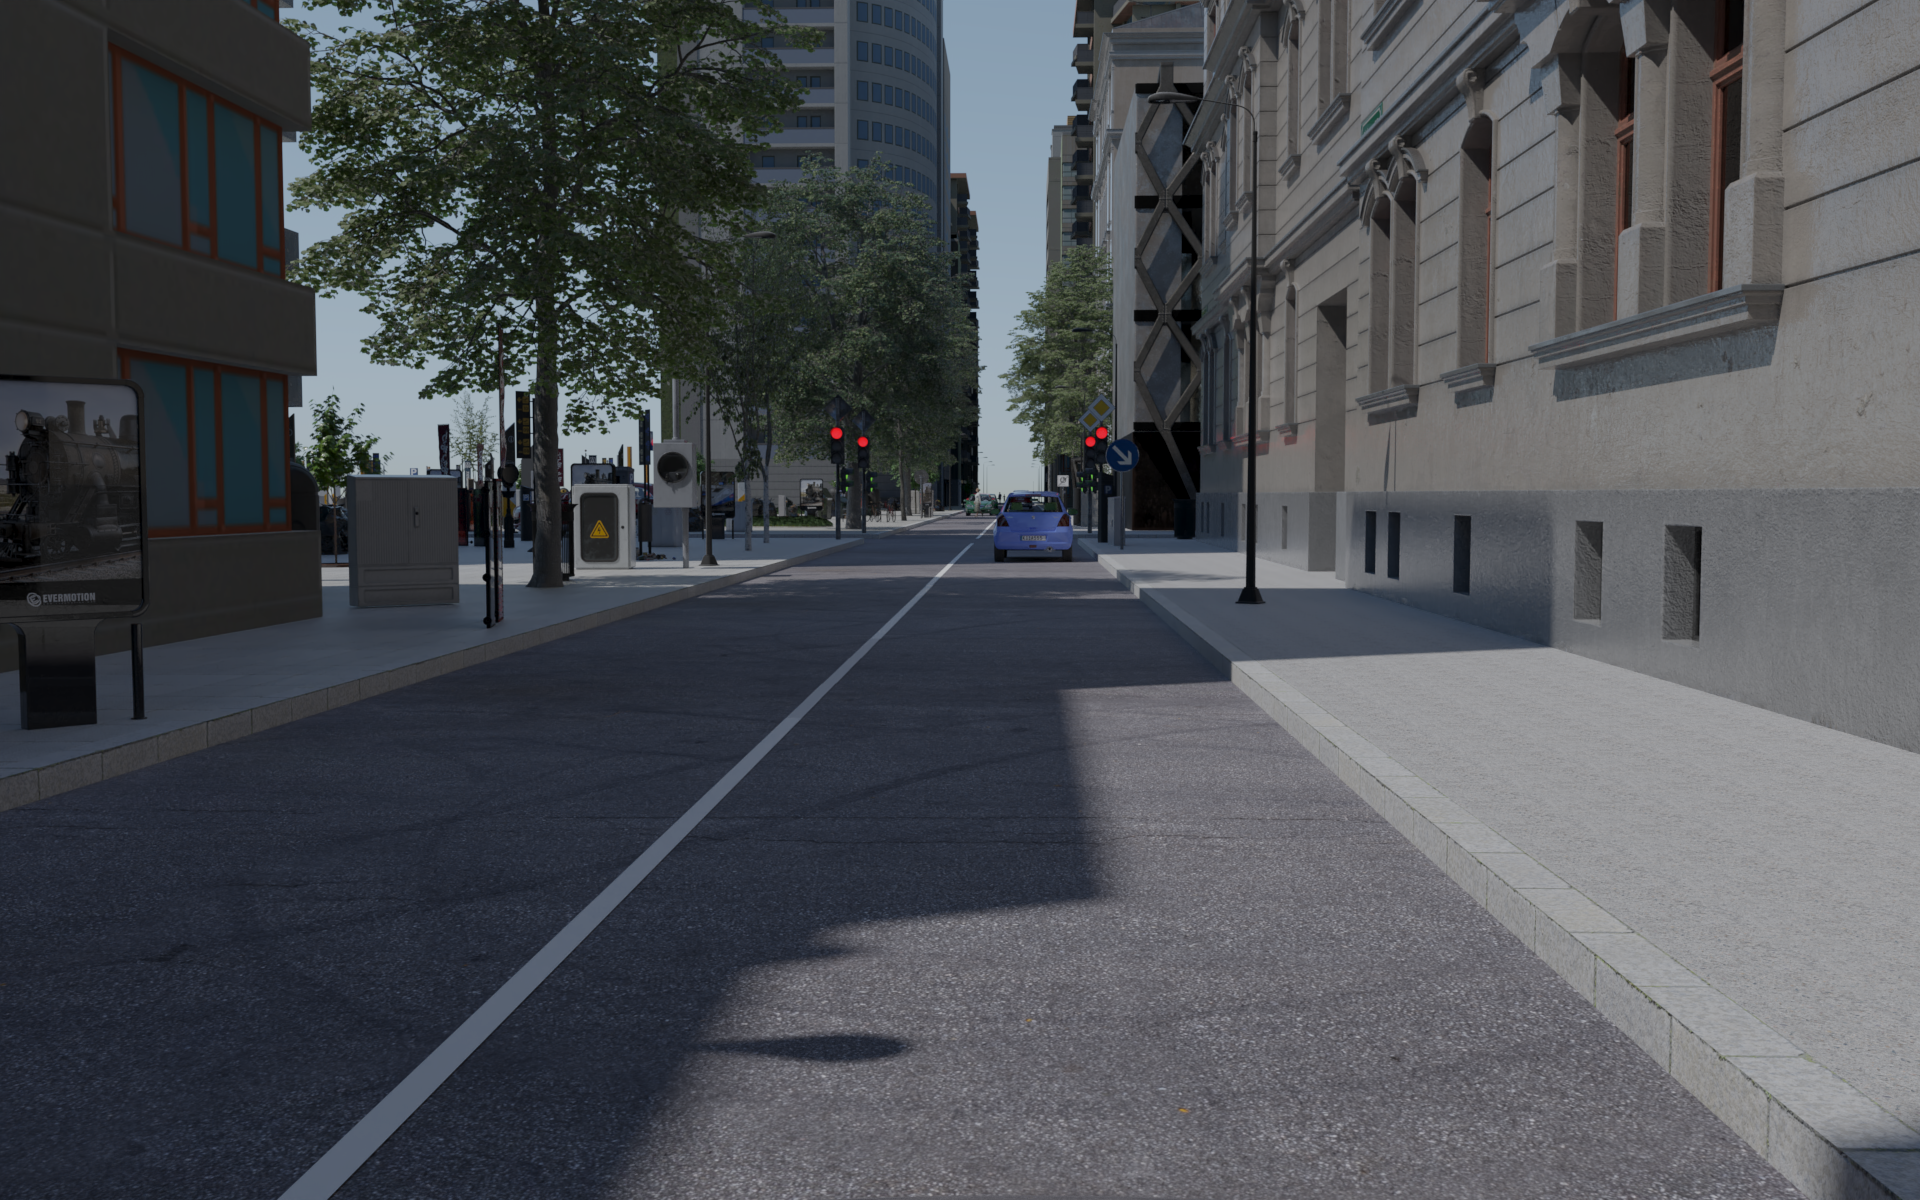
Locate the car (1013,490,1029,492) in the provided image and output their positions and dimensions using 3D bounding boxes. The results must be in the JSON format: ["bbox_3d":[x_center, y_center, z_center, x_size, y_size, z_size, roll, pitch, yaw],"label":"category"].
[{"bbox_3d":[5.608,-9.146,158.204,2.281,1.827,5.304,0,4,3],"label":"car"}]

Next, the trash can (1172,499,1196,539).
[{"bbox_3d":[6.384,-2.294,49.165,0.748,1.137,0.748,0,3,0],"label":"trash can"}]

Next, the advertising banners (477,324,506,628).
[{"bbox_3d":[-4.654,-1.296,17.372,0.090,3.025,2.074,-1,4,-9],"label":"advertising banners"}]

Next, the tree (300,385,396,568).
[{"bbox_3d":[-11.061,-2.191,30.431,1.663,3.219,1.824,0,3,0],"label":"tree"}]

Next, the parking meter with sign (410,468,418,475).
[{"bbox_3d":[-36.362,-7.366,116.696,0.543,3.016,1.738,1,4,11],"label":"parking meter with sign"}]

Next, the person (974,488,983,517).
[{"bbox_3d":[1.178,-6.077,108.092,0.641,1.798,0.478,0,4,-5],"label":"person"}]

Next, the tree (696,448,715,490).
[{"bbox_3d":[-16.670,-7.436,105.299,4.285,4.588,4.351,0,3,0],"label":"tree"}]

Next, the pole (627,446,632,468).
[{"bbox_3d":[-14.146,-4.916,74.213,0.158,3.312,0.155,0,3,0],"label":"pole"}]

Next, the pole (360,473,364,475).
[{"bbox_3d":[-29.562,-5.616,85.660,0.158,3.312,0.155,0,3,0],"label":"pole"}]

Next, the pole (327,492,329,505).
[{"bbox_3d":[-39.182,-6.930,107.148,0.158,3.312,0.155,0,3,0],"label":"pole"}]

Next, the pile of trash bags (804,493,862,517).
[{"bbox_3d":[-7.170,-5.398,98.007,3.447,1.369,1.912,0,4,4],"label":"pile of trash bags"}]

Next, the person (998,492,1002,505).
[{"bbox_3d":[5.348,-13.606,231.876,0.541,1.710,0.530,-1,4,-16],"label":"person"}]

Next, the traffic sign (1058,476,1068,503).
[{"bbox_3d":[5.685,-5.710,95.490,0.606,2.300,0.079,0,4,8],"label":"traffic sign"}]

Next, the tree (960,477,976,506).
[{"bbox_3d":[1.020,-12.206,194.166,1.663,3.219,1.824,0,3,0],"label":"tree"}]

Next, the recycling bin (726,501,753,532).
[{"bbox_3d":[-7.515,-2.837,58.941,0.722,1.027,0.722,-2,4,-27],"label":"recycling bin"}]

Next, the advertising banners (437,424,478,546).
[{"bbox_3d":[-12.296,-2.849,42.763,2.074,3.025,0.090,3,5,41],"label":"advertising banners"}]

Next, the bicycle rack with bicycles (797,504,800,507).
[{"bbox_3d":[-9.255,-6.150,113.936,2.852,0.926,2.925,3,5,42],"label":"bicycle rack with bicycles"}]

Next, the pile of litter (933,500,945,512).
[{"bbox_3d":[-1.836,-6.903,126.830,1.719,0.858,1.176,-2,4,-24],"label":"pile of litter"}]

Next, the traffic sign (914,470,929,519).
[{"bbox_3d":[-2.028,-5.548,90.815,0.768,2.556,0.104,0,4,5],"label":"traffic sign"}]

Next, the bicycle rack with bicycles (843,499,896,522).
[{"bbox_3d":[-4.241,-4.024,79.180,2.852,0.926,2.925,-1,4,-11],"label":"bicycle rack with bicycles"}]

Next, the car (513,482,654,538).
[{"bbox_3d":[-11.272,-2.771,53.971,5.304,1.827,2.281,0,4,3],"label":"car"}]

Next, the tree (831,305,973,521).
[{"bbox_3d":[-3.025,-9.070,82.712,7.601,10.594,8.767,-1,4,-10],"label":"tree"}]

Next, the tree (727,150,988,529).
[{"bbox_3d":[-3.995,-9.582,63.329,9.857,13.997,8.962,0,3,0],"label":"tree"}]

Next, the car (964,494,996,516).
[{"bbox_3d":[1.329,-6.324,115.201,2.131,1.459,4.920,0,4,2],"label":"car"}]

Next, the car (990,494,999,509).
[{"bbox_3d":[2.511,-8.850,153.485,1.959,1.807,4.718,0,4,1],"label":"car"}]

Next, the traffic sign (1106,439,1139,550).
[{"bbox_3d":[3.747,-2.440,40.001,0.768,2.556,0.104,1,4,8],"label":"traffic sign"}]

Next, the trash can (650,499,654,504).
[{"bbox_3d":[-8.629,-2.322,49.615,0.748,1.137,0.748,0,3,0],"label":"trash can"}]

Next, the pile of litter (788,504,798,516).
[{"bbox_3d":[-7.667,-3.854,76.972,1.176,0.858,1.719,1,4,10],"label":"pile of litter"}]

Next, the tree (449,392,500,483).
[{"bbox_3d":[-34.324,-10.530,122.531,4.737,8.622,4.395,0,3,0],"label":"tree"}]

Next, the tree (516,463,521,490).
[{"bbox_3d":[-25.098,-6.418,99.536,1.663,3.219,1.824,0,3,0],"label":"tree"}]

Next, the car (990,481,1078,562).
[{"bbox_3d":[1.620,-1.732,37.904,1.945,1.707,3.694,0,4,3],"label":"car"}]

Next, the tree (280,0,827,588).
[{"bbox_3d":[-5.737,-6.475,23.989,7.486,12.596,7.792,0,3,0],"label":"tree"}]

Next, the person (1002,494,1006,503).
[{"bbox_3d":[6.985,-15.945,272.457,1.065,1.426,0.557,3,5,43],"label":"person"}]

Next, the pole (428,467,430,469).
[{"bbox_3d":[-39.424,-8.246,128.662,0.158,3.312,0.155,0,3,0],"label":"pole"}]

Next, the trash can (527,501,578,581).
[{"bbox_3d":[-6.031,-0.858,25.687,0.748,1.137,0.748,0,3,0],"label":"trash can"}]

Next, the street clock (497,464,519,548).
[{"bbox_3d":[-10.751,-2.243,41.245,0.358,2.002,0.471,3,5,43],"label":"street clock"}]

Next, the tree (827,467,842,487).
[{"bbox_3d":[-8.342,-7.878,123.412,1.663,3.219,1.824,0,3,0],"label":"tree"}]

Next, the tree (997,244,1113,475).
[{"bbox_3d":[5.415,-9.870,79.510,7.486,12.596,7.792,0,3,0],"label":"tree"}]

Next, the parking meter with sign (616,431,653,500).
[{"bbox_3d":[-9.408,-3.163,47.971,1.738,3.016,0.543,1,4,11],"label":"parking meter with sign"}]

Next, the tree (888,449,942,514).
[{"bbox_3d":[-2.878,-7.799,111.227,4.285,4.588,4.351,0,3,0],"label":"tree"}]

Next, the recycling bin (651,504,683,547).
[{"bbox_3d":[-7.156,-1.809,42.124,0.722,1.027,0.722,1,4,9],"label":"recycling bin"}]

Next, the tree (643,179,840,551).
[{"bbox_3d":[-5.003,-5.416,38.907,4.360,8.622,3.978,0,3,0],"label":"tree"}]

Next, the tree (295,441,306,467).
[{"bbox_3d":[-35.231,-6.452,89.209,4.285,4.588,4.351,0,3,0],"label":"tree"}]

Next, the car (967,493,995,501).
[{"bbox_3d":[1.585,-7.340,129.050,2.155,1.783,4.494,0,4,3],"label":"car"}]

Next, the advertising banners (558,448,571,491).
[{"bbox_3d":[-14.666,-4.285,66.250,2.074,3.025,0.090,-3,4,-37],"label":"advertising banners"}]

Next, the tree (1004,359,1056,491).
[{"bbox_3d":[12.737,-22.108,217.352,12.611,20.169,13.585,0,3,0],"label":"tree"}]
